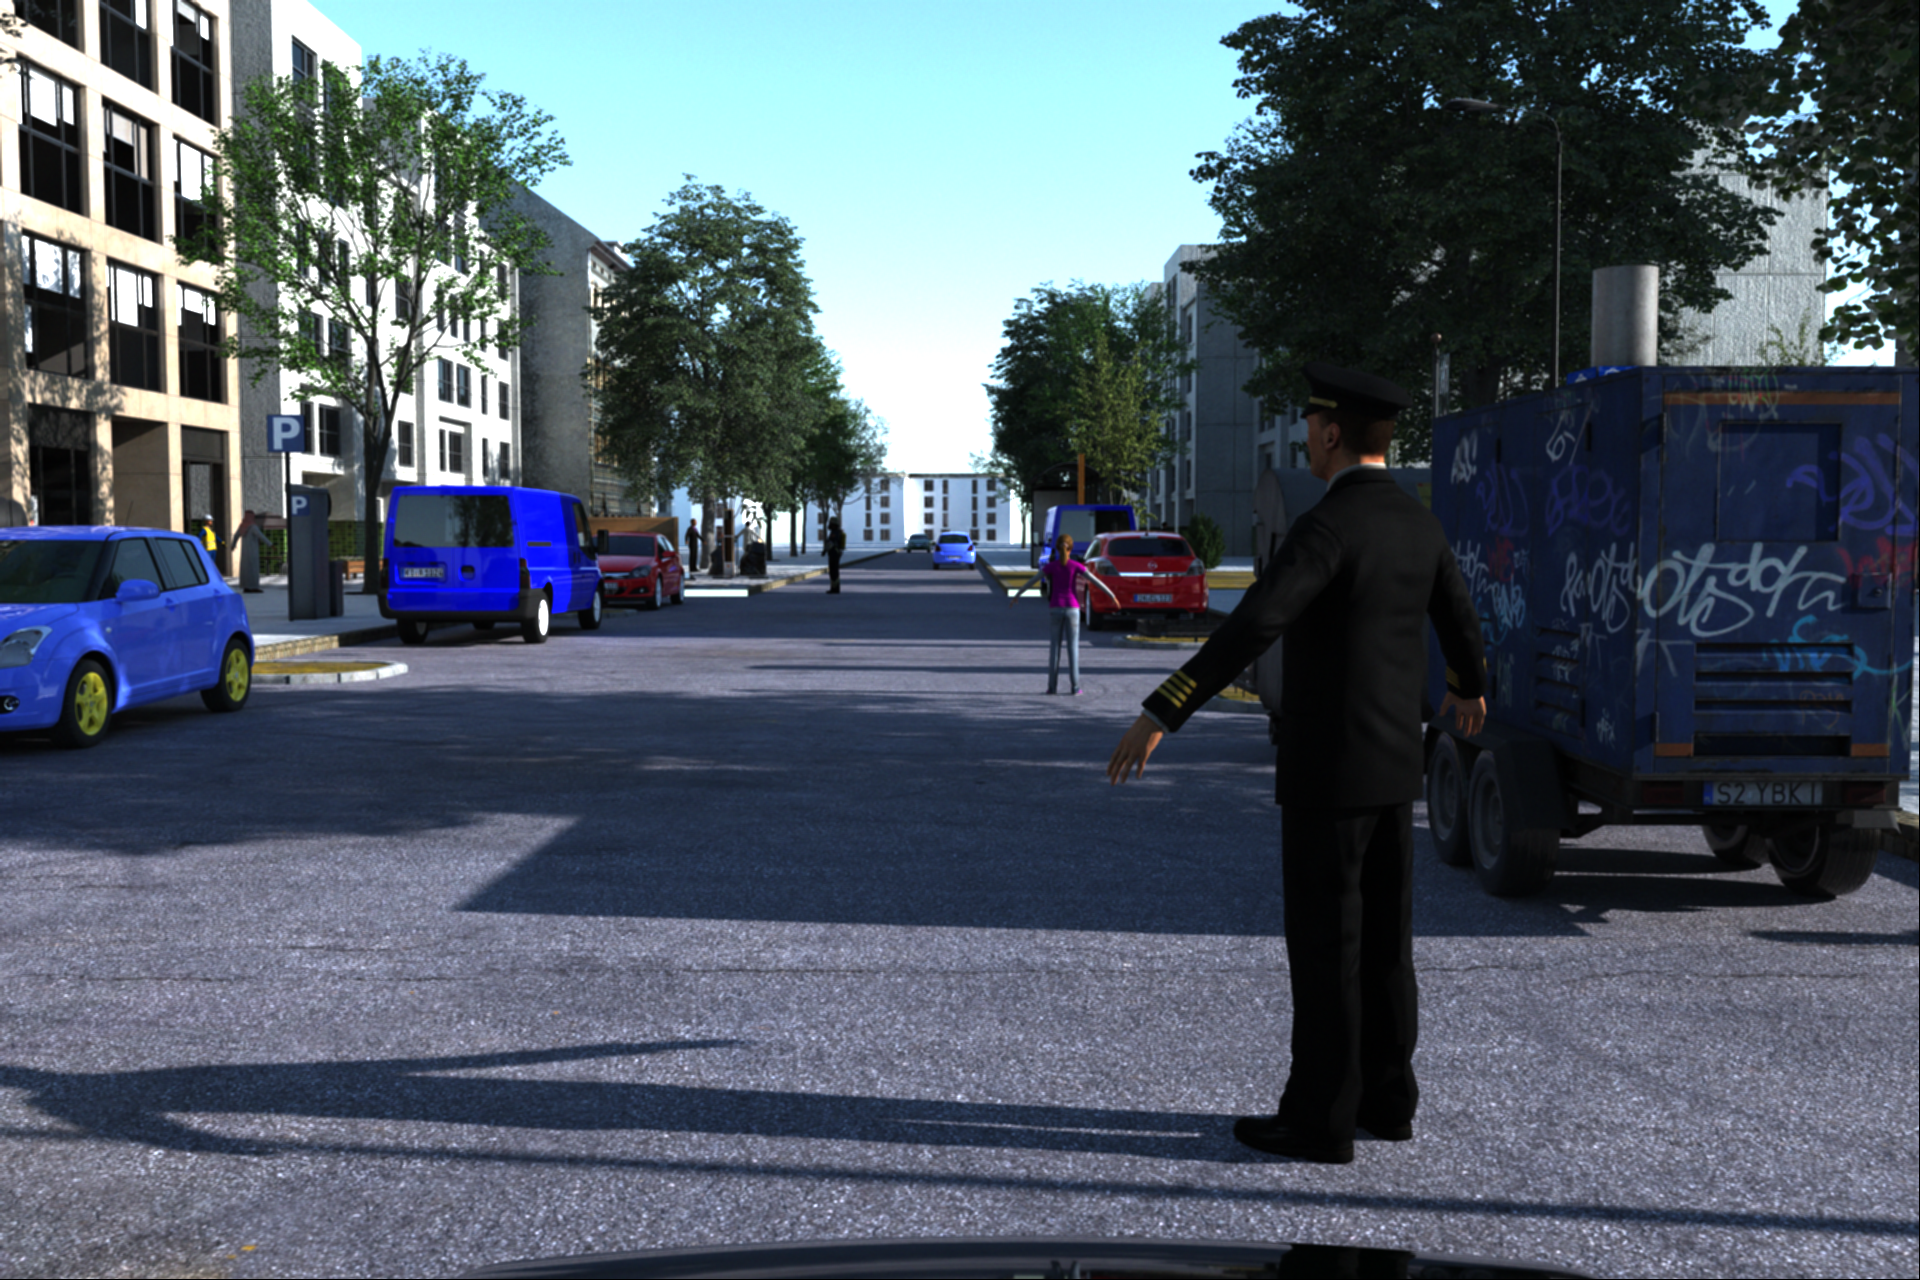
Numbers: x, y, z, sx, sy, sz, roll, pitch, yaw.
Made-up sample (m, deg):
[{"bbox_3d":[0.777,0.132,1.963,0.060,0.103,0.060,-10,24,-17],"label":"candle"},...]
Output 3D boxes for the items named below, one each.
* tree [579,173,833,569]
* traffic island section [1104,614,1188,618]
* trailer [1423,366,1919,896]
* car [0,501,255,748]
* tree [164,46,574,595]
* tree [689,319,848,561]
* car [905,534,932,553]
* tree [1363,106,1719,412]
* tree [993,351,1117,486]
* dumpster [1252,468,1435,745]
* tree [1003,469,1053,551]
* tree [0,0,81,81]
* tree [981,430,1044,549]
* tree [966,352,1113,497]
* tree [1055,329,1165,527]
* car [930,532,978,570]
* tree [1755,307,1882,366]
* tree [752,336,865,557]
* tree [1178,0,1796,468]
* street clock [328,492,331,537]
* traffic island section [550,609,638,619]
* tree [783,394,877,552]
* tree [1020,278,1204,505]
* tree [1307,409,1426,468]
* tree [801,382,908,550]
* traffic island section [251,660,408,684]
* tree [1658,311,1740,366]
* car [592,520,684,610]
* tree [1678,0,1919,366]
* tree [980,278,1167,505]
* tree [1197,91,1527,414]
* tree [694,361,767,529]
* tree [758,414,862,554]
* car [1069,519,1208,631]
[{"bbox_3d":[-9.142,-9.568,63.085,9.857,13.997,8.962,0,3,0],"label":"tree"},{"bbox_3d":[2.964,-0.473,30.596,1.991,0.108,1.994,0,4,0],"label":"traffic island section"},{"bbox_3d":[2.802,-0.050,7.863,1.471,1.999,3.904,0,4,0],"label":"trailer"},{"bbox_3d":[-6.654,-0.190,12.691,1.945,1.707,3.694,0,4,0],"label":"car"},{"bbox_3d":[-12.358,-6.780,36.605,9.928,11.665,9.643,0,3,0],"label":"tree"},{"bbox_3d":[-9.173,-9.574,82.295,9.928,11.665,9.643,0,3,0],"label":"tree"},{"bbox_3d":[-3.209,-7.556,135.331,2.131,1.459,4.920,0,4,0],"label":"car"},{"bbox_3d":[15.825,-8.463,48.741,12.009,13.543,11.850,0,3,0],"label":"tree"},{"bbox_3d":[5.481,-10.474,97.013,9.928,11.665,9.643,0,3,0],"label":"tree"},{"bbox_3d":[2.864,-0.186,11.262,1.865,1.857,1.264,0,4,-1],"label":"dumpster"},{"bbox_3d":[5.294,-10.906,128.669,4.737,8.622,4.395,0,3,0],"label":"tree"},{"bbox_3d":[-12.206,-6.200,11.735,12.009,13.543,11.850,0,3,0],"label":"tree"},{"bbox_3d":[5.440,-13.489,146.299,9.928,11.665,9.643,0,3,0],"label":"tree"},{"bbox_3d":[6.002,-12.196,109.770,12.009,13.543,11.850,0,3,0],"label":"tree"},{"bbox_3d":[5.510,-6.808,61.665,4.737,8.622,4.395,0,3,0],"label":"tree"},{"bbox_3d":[-0.239,-3.700,70.092,1.945,1.707,3.694,0,4,0],"label":"car"},{"bbox_3d":[27.982,-6.538,57.260,4.737,8.622,4.395,0,3,0],"label":"tree"},{"bbox_3d":[-9.277,-11.014,98.198,7.486,12.596,7.792,0,3,0],"label":"tree"},{"bbox_3d":[8.364,-7.434,28.199,9.857,13.997,8.962,0,3,0],"label":"tree"},{"bbox_3d":[-10.545,-1.467,28.558,0.358,2.002,0.471,0,4,1],"label":"street clock"},{"bbox_3d":[-6.730,-0.456,30.327,1.991,0.108,1.994,0,4,1],"label":"traffic island section"},{"bbox_3d":[-9.696,-12.150,124.410,9.928,11.665,9.643,0,3,0],"label":"tree"},{"bbox_3d":[6.058,-8.875,70.867,9.928,11.665,9.643,0,3,0],"label":"tree"},{"bbox_3d":[14.080,-6.556,57.561,4.360,8.622,3.978,0,3,0],"label":"tree"},{"bbox_3d":[-9.834,-14.077,140.531,12.009,13.543,11.850,0,3,0],"label":"tree"},{"bbox_3d":[-6.732,0.327,17.518,1.991,0.108,1.994,0,4,0],"label":"traffic island section"},{"bbox_3d":[22.561,-6.499,56.625,4.360,8.622,3.978,0,3,0],"label":"tree"},{"bbox_3d":[-6.554,-1.522,33.924,2.155,1.783,4.494,0,3,0],"label":"car"},{"bbox_3d":[8.352,-6.302,9.696,9.857,13.997,8.962,0,3,0],"label":"tree"},{"bbox_3d":[5.908,-10.980,86.174,9.857,13.997,8.962,0,3,0],"label":"tree"},{"bbox_3d":[8.988,-6.940,39.220,9.928,11.665,9.643,0,3,0],"label":"tree"},{"bbox_3d":[-9.708,-7.538,73.611,4.737,8.622,4.395,0,3,0],"label":"tree"},{"bbox_3d":[-9.797,-10.837,111.597,7.601,10.594,8.767,-2,4,-26],"label":"tree"},{"bbox_3d":[2.750,-1.111,27.202,2.155,1.783,4.494,0,4,-1],"label":"car"}]
